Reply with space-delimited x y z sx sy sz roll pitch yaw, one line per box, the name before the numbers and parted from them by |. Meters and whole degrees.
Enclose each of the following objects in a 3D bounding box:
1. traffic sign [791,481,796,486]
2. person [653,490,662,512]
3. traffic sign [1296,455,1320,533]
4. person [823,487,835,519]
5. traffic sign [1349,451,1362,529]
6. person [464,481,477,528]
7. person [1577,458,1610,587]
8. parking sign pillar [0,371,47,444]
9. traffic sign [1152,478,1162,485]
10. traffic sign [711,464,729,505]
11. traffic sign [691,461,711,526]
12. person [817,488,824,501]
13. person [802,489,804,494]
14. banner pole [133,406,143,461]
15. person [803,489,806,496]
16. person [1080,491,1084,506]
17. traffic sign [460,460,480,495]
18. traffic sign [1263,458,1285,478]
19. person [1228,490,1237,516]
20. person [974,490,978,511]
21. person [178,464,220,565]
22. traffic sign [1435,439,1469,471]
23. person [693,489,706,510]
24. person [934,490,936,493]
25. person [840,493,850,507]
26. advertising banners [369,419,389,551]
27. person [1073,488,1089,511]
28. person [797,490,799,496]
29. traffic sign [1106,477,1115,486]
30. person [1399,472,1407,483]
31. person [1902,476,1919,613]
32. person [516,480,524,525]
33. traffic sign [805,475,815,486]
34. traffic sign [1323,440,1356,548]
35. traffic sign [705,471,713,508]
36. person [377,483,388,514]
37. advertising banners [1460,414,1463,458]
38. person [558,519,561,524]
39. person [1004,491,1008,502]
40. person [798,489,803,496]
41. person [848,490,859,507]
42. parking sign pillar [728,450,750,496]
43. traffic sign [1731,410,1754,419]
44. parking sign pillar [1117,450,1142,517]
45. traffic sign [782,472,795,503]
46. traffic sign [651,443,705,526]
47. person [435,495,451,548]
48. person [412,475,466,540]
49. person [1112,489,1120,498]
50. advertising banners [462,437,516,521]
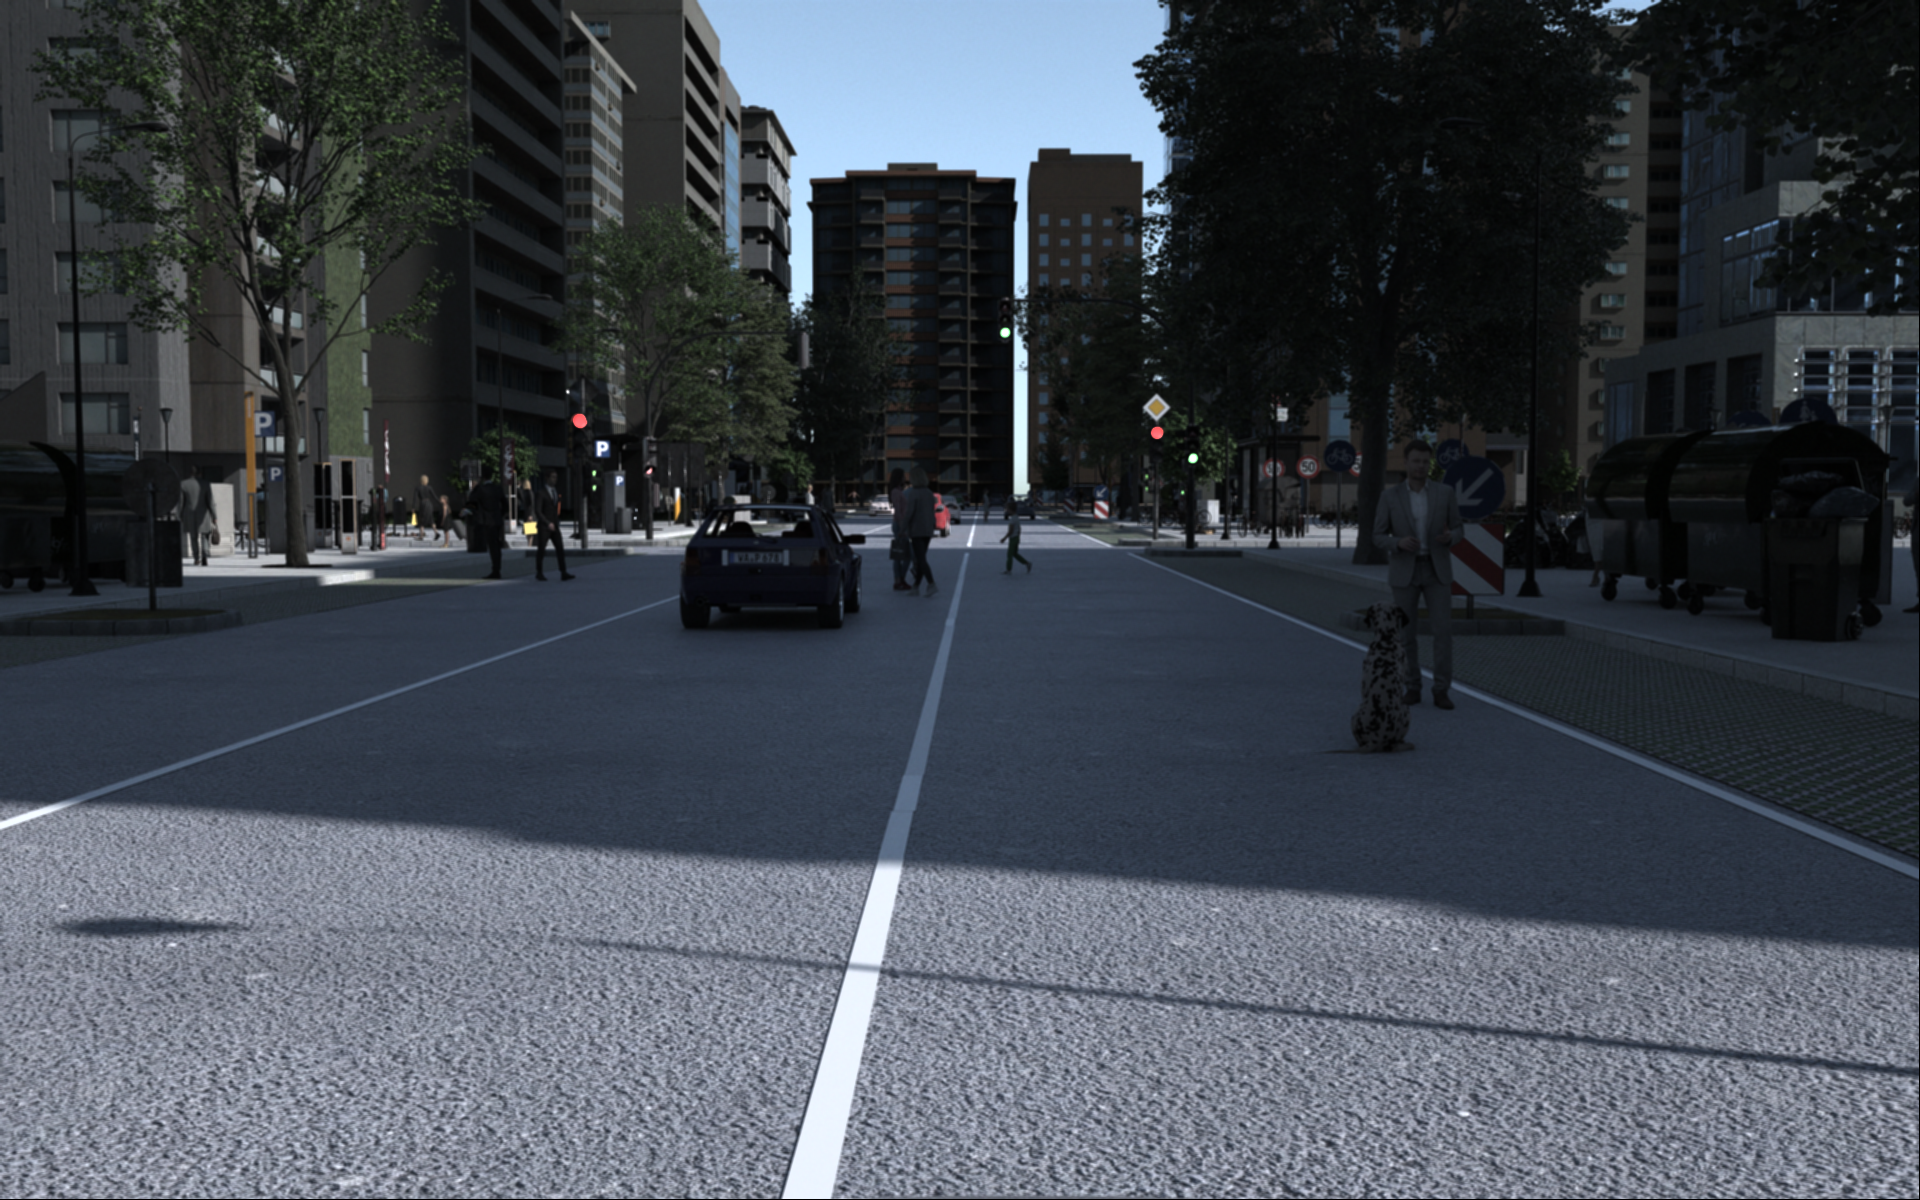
traffic sign | -10.578 -6.579 107.574 0.884 2.594 0.081 1 4 10
person | -14.845 -4.766 84.445 0.782 1.767 0.515 1 4 20
traffic sign | 11.388 -3.461 56.701 0.768 2.556 0.104 0 4 8
person | -7.195 -5.255 94.521 0.694 1.812 0.767 -2 4 -33
traffic sign | 11.959 -3.161 51.780 0.768 2.556 0.104 1 4 10
person | -17.021 -3.288 60.392 0.643 1.750 0.593 0 4 -2
person | 8.958 -1.085 24.127 0.624 1.780 0.694 -1 4 -17
parking sign pillar | -20.507 -3.003 37.569 1.447 3.967 1.447 2 4 28
traffic sign | 12.058 -6.525 106.686 0.884 2.594 0.081 0 4 6
traffic sign | -10.139 -4.462 73.059 0.768 2.556 0.104 0 4 2
traffic sign | -10.274 -4.186 68.439 0.884 2.594 0.081 0 4 7
person | -9.975 -7.345 126.848 1.217 1.736 0.721 0 4 1
person | -13.342 -8.440 144.559 0.750 1.759 0.617 3 5 42
banner pole | -23.388 -3.629 49.348 0.401 3.779 0.863 -1 4 -10
person | -14.636 -9.528 162.557 1.217 1.736 0.721 0 4 4
person | 13.639 -11.426 193.779 0.541 1.710 0.530 0 4 5
traffic sign | -14.620 -3.032 51.709 0.606 2.300 0.079 0 4 8
traffic sign | 11.100 -3.745 61.334 0.768 2.556 0.104 1 4 8
person | 15.770 -5.727 99.884 0.583 1.804 0.606 -1 4 -21
person | 1.407 -8.663 150.165 0.705 1.821 1.348 0 4 6
person | -13.709 -1.534 31.230 0.694 1.812 0.767 -1 4 -13
traffic sign | 11.300 -2.430 39.840 0.768 2.556 0.104 0 4 3
person | -21.190 -8.209 140.991 1.217 1.736 0.721 1 4 9
person | -2.389 -9.578 165.086 0.705 1.826 1.348 0 4 -2
person | -10.668 -9.252 160.538 0.991 1.433 0.599 -1 4 -10
advertising banners | -13.276 -2.660 39.677 0.090 3.025 2.074 0 4 -6
person | 9.173 -7.615 131.366 1.217 1.723 0.721 1 4 22
person | -15.002 -9.460 161.516 0.742 1.727 0.445 -3 5 -44
traffic sign | 10.440 -7.394 120.998 0.768 2.556 0.104 0 4 5
person | 10.328 -2.061 40.015 0.850 1.792 0.678 1 4 13
person | 10.371 -0.755 18.568 0.466 1.800 0.511 -2 4 -35
person | -18.175 -3.995 71.139 0.659 1.850 0.755 2 4 24
traffic sign | -9.953 -6.970 114.065 0.768 2.556 0.104 0 4 7
traffic sign | 8.925 -2.488 40.784 0.768 2.556 0.104 0 4 3
traffic sign | -13.856 -5.791 94.781 0.768 2.556 0.104 0 4 5
person | -28.702 -4.897 85.974 0.638 1.841 0.748 -2 4 -30
advertising banners | 10.839 -2.524 37.452 0.090 3.025 2.074 1 4 16
person | -16.704 -3.742 71.467 0.306 1.304 0.590 3 4 37
person | 5.216 -11.338 194.592 0.721 1.743 1.217 -1 4 -11
person | -12.333 -7.734 133.214 0.721 1.735 1.217 -1 4 -22
person | -10.636 -10.209 173.675 1.217 1.736 0.721 -1 4 -14
parking sign pillar | -13.339 -7.087 104.349 1.447 3.967 1.447 1 4 12
traffic sign | 11.970 -1.608 26.399 0.768 2.556 0.104 0 4 7
parking sign pillar | 9.526 -6.654 97.262 1.447 3.967 1.447 2 4 35
traffic sign | -9.841 -6.062 99.223 0.768 2.556 0.104 0 4 4
traffic sign | -11.300 -4.606 69.176 2.265 3.308 0.079 0 4 6
person | -12.346 -1.876 41.380 0.373 1.253 0.362 -1 4 -13
person | -14.438 -2.547 47.912 1.509 1.804 0.699 1 4 8
person | 15.868 -10.215 173.047 1.348 1.826 0.705 2 4 26
advertising banners | -14.574 -3.515 53.651 2.074 3.025 0.090 2 4 25
